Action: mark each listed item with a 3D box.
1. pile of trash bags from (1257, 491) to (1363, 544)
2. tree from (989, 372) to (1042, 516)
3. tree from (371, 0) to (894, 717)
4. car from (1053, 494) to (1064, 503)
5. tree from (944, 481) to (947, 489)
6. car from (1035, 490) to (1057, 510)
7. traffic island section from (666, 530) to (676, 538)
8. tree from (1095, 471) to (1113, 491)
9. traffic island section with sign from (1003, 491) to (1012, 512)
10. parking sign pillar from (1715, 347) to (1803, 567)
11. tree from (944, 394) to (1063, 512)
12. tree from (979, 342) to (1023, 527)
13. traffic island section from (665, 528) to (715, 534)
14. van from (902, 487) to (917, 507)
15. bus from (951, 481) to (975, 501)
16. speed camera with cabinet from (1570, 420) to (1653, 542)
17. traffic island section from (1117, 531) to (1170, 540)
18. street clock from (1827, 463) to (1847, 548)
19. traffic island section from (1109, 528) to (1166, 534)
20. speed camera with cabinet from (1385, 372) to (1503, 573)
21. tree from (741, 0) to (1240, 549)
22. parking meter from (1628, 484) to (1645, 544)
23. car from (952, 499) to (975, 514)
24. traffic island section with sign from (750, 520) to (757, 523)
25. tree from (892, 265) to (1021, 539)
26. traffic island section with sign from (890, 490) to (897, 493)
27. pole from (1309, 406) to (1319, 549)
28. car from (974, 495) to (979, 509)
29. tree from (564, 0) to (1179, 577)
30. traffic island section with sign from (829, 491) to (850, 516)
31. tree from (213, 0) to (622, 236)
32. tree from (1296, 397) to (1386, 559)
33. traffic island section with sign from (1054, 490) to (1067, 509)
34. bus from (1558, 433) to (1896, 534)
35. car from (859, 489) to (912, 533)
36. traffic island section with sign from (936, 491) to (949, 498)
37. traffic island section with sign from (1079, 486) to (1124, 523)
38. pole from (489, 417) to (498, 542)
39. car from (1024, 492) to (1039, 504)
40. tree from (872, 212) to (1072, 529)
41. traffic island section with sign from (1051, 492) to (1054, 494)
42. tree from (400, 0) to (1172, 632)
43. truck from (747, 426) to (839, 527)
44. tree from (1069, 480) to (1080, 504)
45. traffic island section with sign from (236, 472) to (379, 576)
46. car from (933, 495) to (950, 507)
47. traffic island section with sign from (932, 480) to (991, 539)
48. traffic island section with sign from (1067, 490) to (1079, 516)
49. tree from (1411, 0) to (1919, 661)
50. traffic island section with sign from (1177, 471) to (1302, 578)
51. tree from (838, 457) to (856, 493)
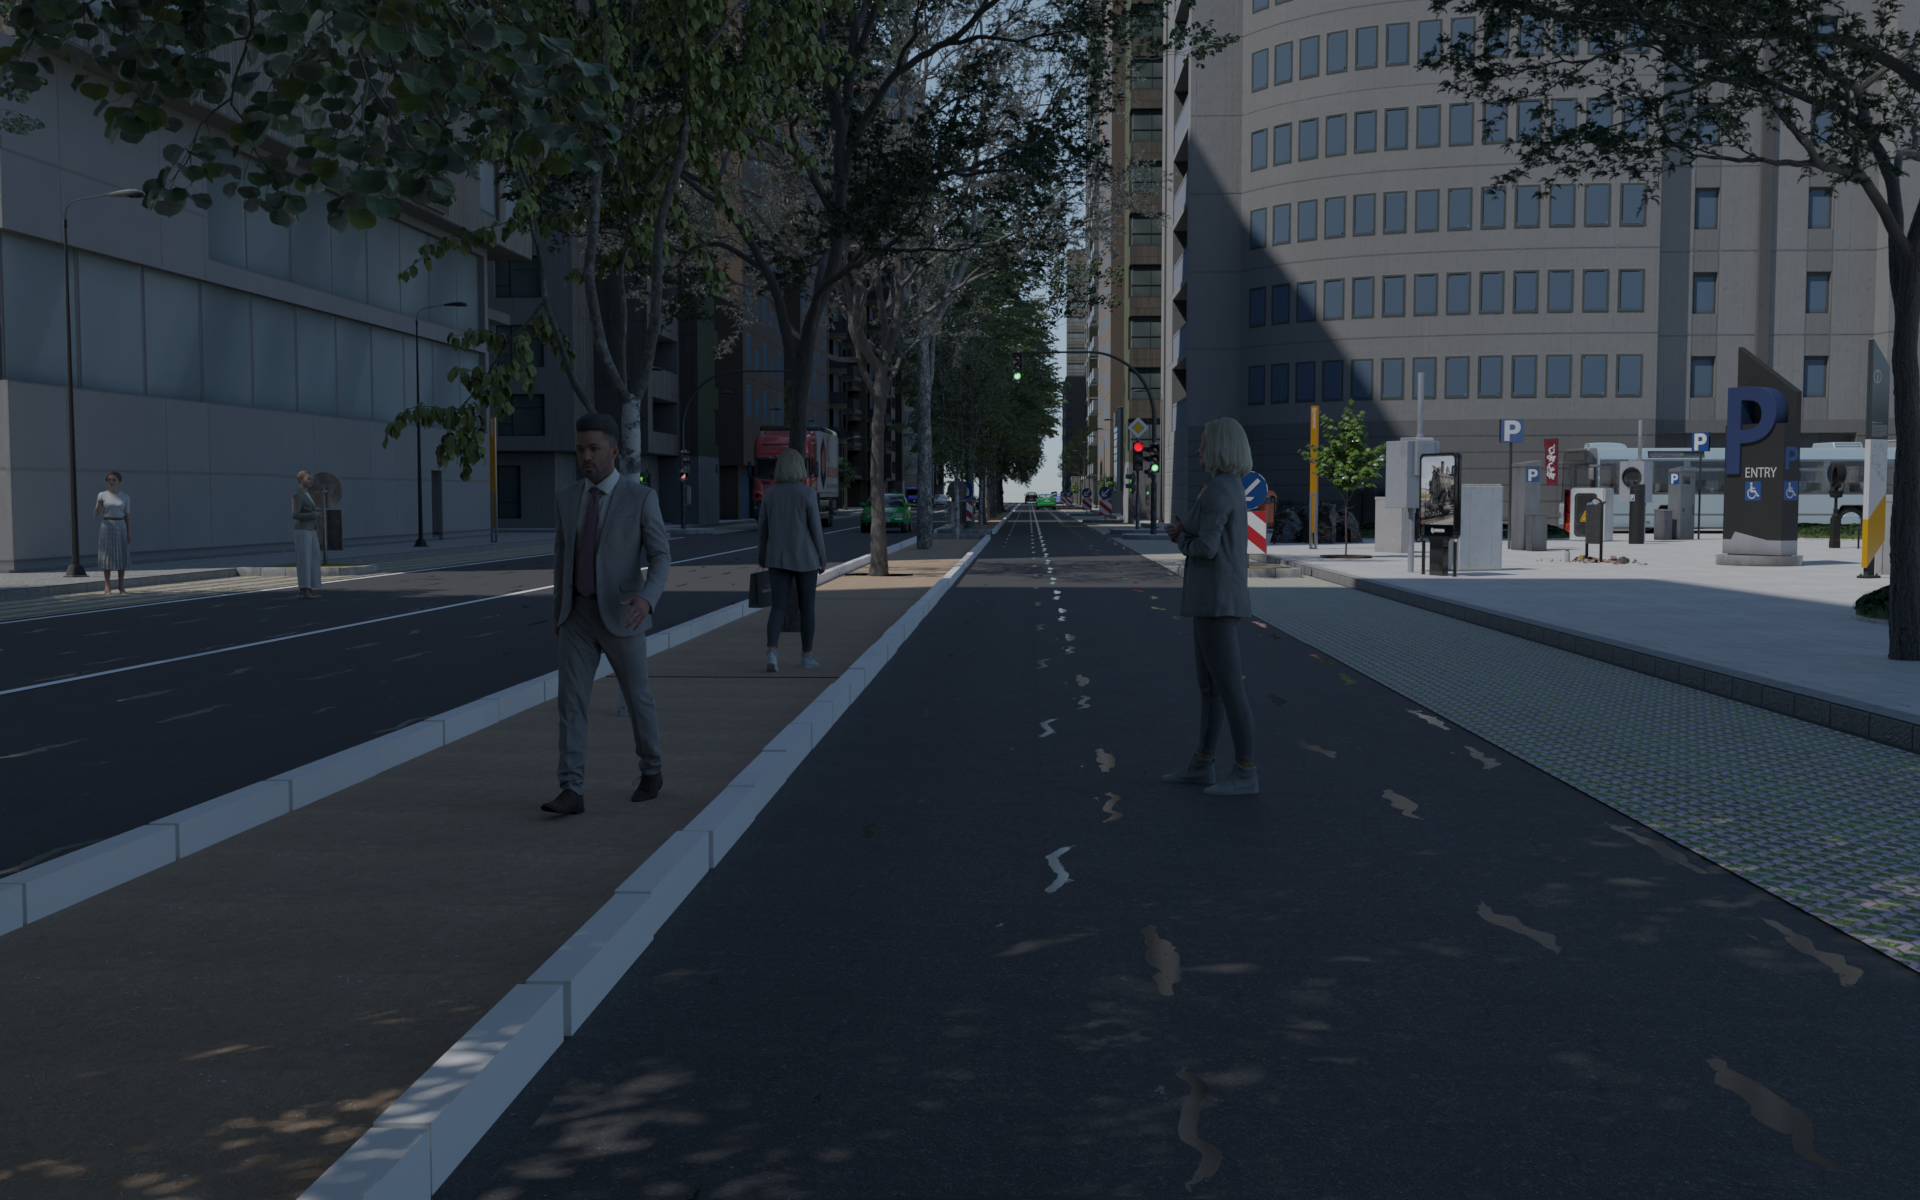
[{"bbox_3d":[8.914,-2.175,45.309,3.447,1.369,1.912,-3,5,-42],"label":"pile of trash bags"},{"bbox_3d":[2.037,-11.378,114.237,9.928,11.665,9.643,0,3,0],"label":"tree"},{"bbox_3d":[-2.163,-3.566,11.119,4.737,8.622,4.395,0,3,0],"label":"tree"},{"bbox_3d":[13.508,-14.180,241.439,1.945,1.707,3.694,0,4,3],"label":"car"},{"bbox_3d":[-3.949,-19.244,298.357,4.285,4.588,4.351,0,3,0],"label":"tree"},{"bbox_3d":[7.827,-9.100,157.585,1.959,1.807,4.718,0,4,1],"label":"car"},{"bbox_3d":[-10.509,-2.049,55.783,2.009,0.180,2.903,0,4,2],"label":"traffic island section"},{"bbox_3d":[11.769,-8.901,140.140,1.663,3.219,1.824,0,3,0],"label":"tree"},{"bbox_3d":[3.157,-7.948,138.086,2.006,1.907,1.989,0,4,2],"label":"traffic island section with sign"},{"bbox_3d":[14.446,-2.613,31.202,1.447,3.967,1.447,-2,4,-23],"label":"parking sign pillar"},{"bbox_3d":[3.156,-13.119,133.964,9.611,12.733,9.660,0,3,0],"label":"tree"},{"bbox_3d":[0.864,-7.410,73.979,4.737,8.622,4.395,0,3,0],"label":"tree"},{"bbox_3d":[-10.192,-2.537,63.761,2.009,0.180,2.903,0,4,2],"label":"traffic island section"},{"bbox_3d":[-3.872,-9.014,151.759,2.240,2.365,5.245,0,4,1],"label":"van"},{"bbox_3d":[0.406,-14.886,238.241,2.948,3.499,13.247,0,4,4],"label":"bus"},{"bbox_3d":[17.516,-3.196,46.590,0.660,3.252,2.038,-3,5,-44],"label":"speed camera with cabinet"},{"bbox_3d":[6.169,-2.008,55.117,2.009,0.180,2.903,0,4,2],"label":"traffic island section"},{"bbox_3d":[20.732,-2.228,40.995,0.358,2.002,0.471,0,4,-1],"label":"street clock"},{"bbox_3d":[6.486,-2.496,63.096,2.009,0.180,2.903,0,4,2],"label":"traffic island section"},{"bbox_3d":[8.046,-2.104,28.734,2.038,3.252,0.660,-2,4,-25],"label":"speed camera with cabinet"},{"bbox_3d":[0.269,-11.304,43.159,12.611,20.169,13.585,0,3,0],"label":"tree"},{"bbox_3d":[17.355,-2.201,44.403,0.372,1.533,0.369,0,3,0],"label":"parking meter"},{"bbox_3d":[0.152,-6.712,122.319,1.945,1.354,3.894,0,4,4],"label":"car"},{"bbox_3d":[-9.313,-4.730,85.967,1.989,1.847,2.006,0,4,2],"label":"traffic island section with sign"},{"bbox_3d":[-0.086,-6.202,54.229,4.360,8.622,3.978,0,3,0],"label":"tree"},{"bbox_3d":[-6.220,-9.486,163.724,1.989,1.847,2.006,0,4,2],"label":"traffic island section with sign"},{"bbox_3d":[8.218,-2.834,40.182,0.158,3.312,0.155,0,3,0],"label":"pole"},{"bbox_3d":[0.977,-9.156,162.281,1.945,1.354,3.894,0,4,3],"label":"car"},{"bbox_3d":[-1.441,-7.161,29.912,12.009,13.543,11.850,0,3,0],"label":"tree"},{"bbox_3d":[-8.226,-6.394,113.172,1.989,1.847,2.006,0,4,2],"label":"traffic island section with sign"},{"bbox_3d":[-2.549,-5.747,3.077,9.857,13.997,8.962,0,3,0],"label":"tree"},{"bbox_3d":[7.860,-2.450,34.656,1.663,3.219,1.824,0,3,0],"label":"tree"},{"bbox_3d":[10.099,-9.393,162.198,1.989,1.847,2.006,0,4,2],"label":"traffic island section with sign"},{"bbox_3d":[26.494,-3.910,58.781,13.247,3.499,2.948,0,4,1],"label":"bus"},{"bbox_3d":[-2.778,-3.470,65.527,1.959,1.807,4.718,0,4,1],"label":"car"},{"bbox_3d":[-2.951,-14.515,245.945,1.989,1.847,2.006,0,4,2],"label":"traffic island section with sign"},{"bbox_3d":[7.069,-4.722,85.830,1.989,1.847,2.006,0,4,2],"label":"traffic island section with sign"},{"bbox_3d":[-12.382,-3.188,45.960,0.158,3.312,0.155,0,3,0],"label":"pole"},{"bbox_3d":[10.756,-15.432,260.992,2.281,1.827,5.304,0,4,2],"label":"car"},{"bbox_3d":[0.485,-8.996,67.669,7.486,12.596,7.792,0,3,0],"label":"tree"},{"bbox_3d":[11.204,-11.094,190.020,1.989,1.847,2.006,0,4,2],"label":"traffic island section with sign"},{"bbox_3d":[-1.781,-4.920,17.307,8.767,10.594,7.601,0,4,2],"label":"tree"},{"bbox_3d":[-6.889,-5.154,73.174,2.839,4.237,11.283,0,4,2],"label":"truck"},{"bbox_3d":[15.400,-14.442,230.721,1.663,3.219,1.824,0,3,0],"label":"tree"},{"bbox_3d":[-11.509,-1.359,30.854,1.989,1.847,2.006,0,4,2],"label":"traffic island section with sign"},{"bbox_3d":[-2.159,-10.906,190.674,2.083,1.381,4.827,0,4,3],"label":"car"},{"bbox_3d":[-0.124,-2.903,55.605,2.006,1.907,1.989,0,4,2],"label":"traffic island section with sign"},{"bbox_3d":[8.143,-6.379,112.925,1.989,1.847,2.006,0,4,2],"label":"traffic island section with sign"},{"bbox_3d":[7.009,-4.815,13.139,7.601,10.594,8.767,0,4,-1],"label":"tree"},{"bbox_3d":[4.862,-1.334,30.436,1.989,1.847,2.006,0,4,2],"label":"traffic island section with sign"},{"bbox_3d":[-10.253,-9.293,135.662,4.285,4.588,4.351,0,3,0],"label":"tree"}]
